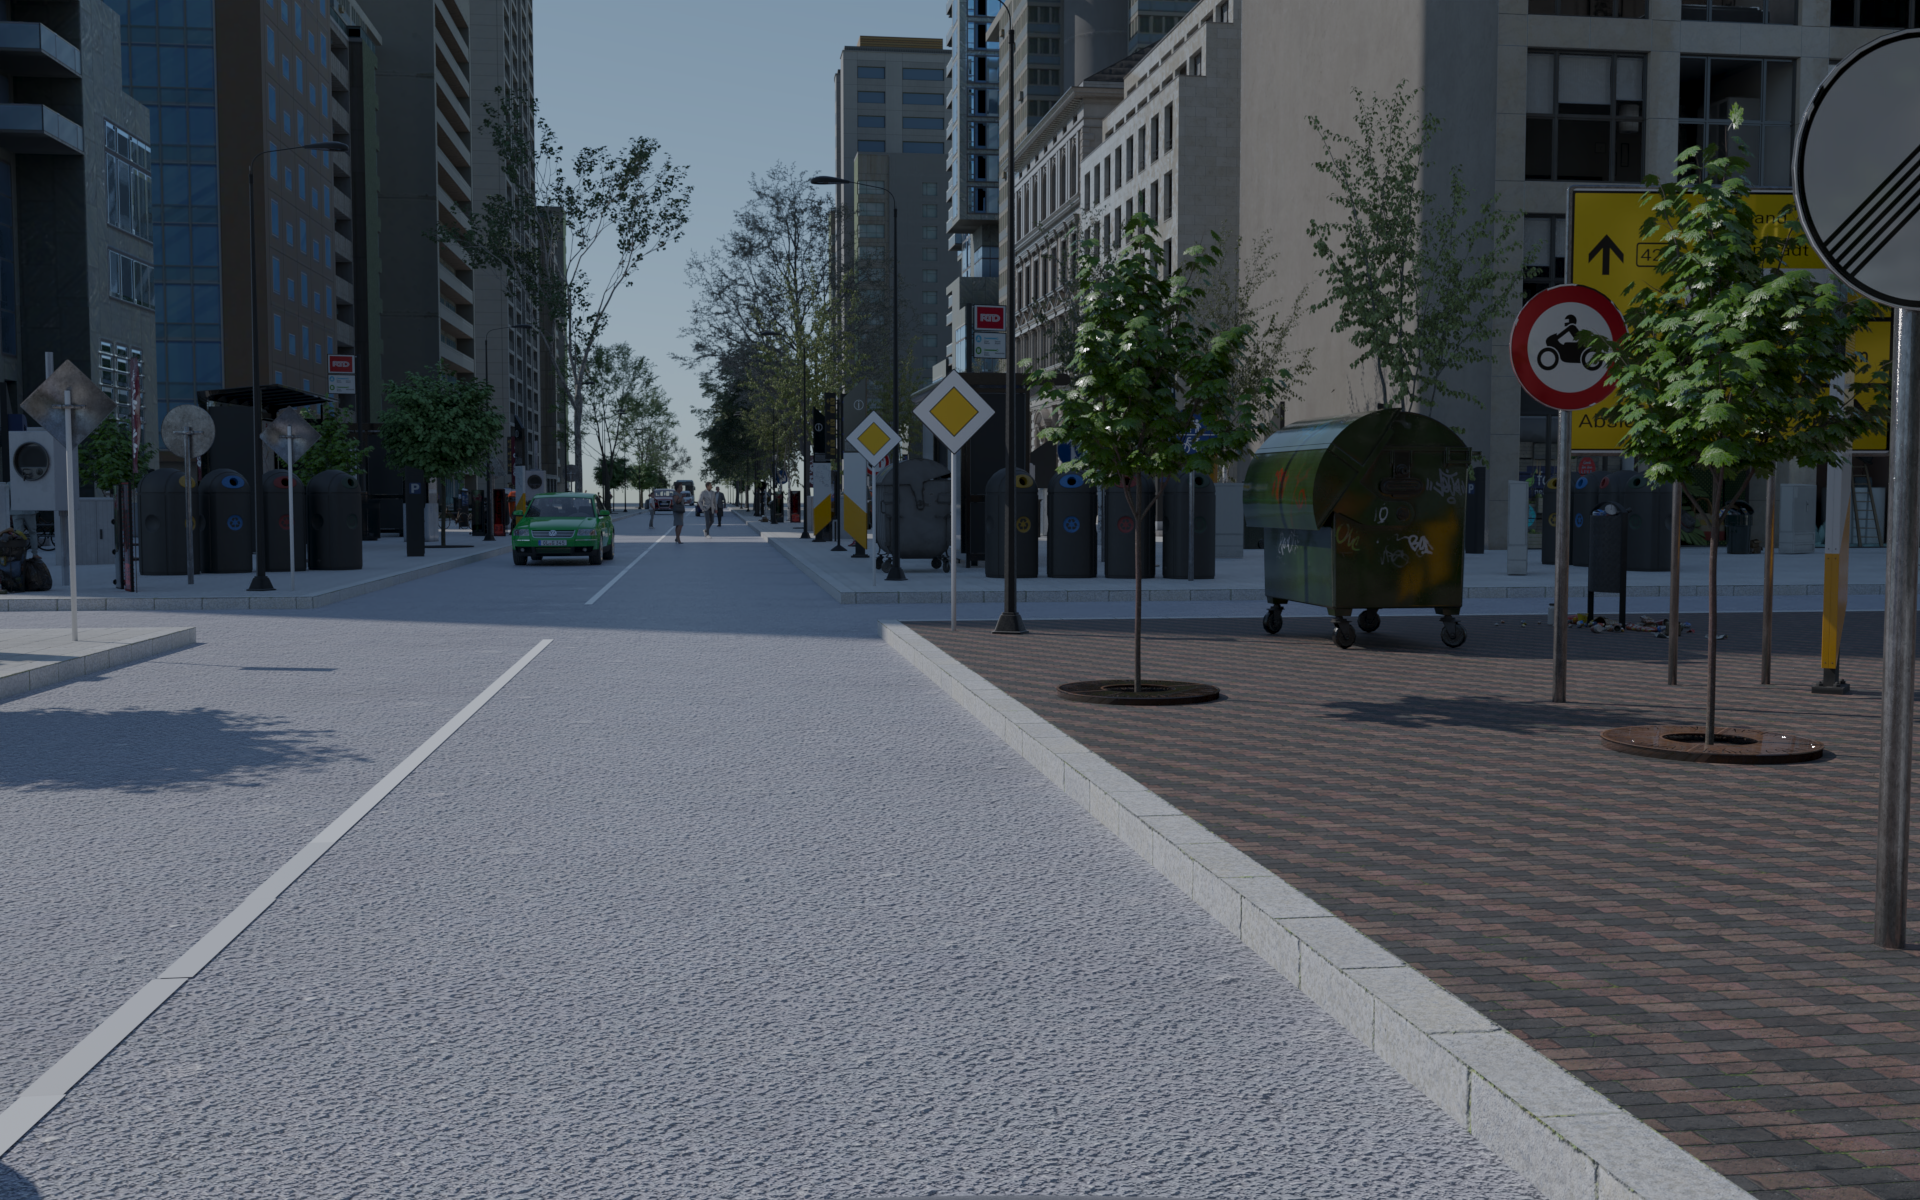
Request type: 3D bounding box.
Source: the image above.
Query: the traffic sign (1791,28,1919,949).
[{"bbox_3d":[2.644,-0.290,4.847,0.768,2.556,0.104,0,4,-6],"label":"traffic sign"}]

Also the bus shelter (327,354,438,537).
[{"bbox_3d":[-17.403,-4.577,52.465,2.179,5.291,8.768,-1,4,-8],"label":"bus shelter"}]

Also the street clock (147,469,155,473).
[{"bbox_3d":[-23.104,-2.744,49.438,0.358,2.002,0.471,-1,4,-14],"label":"street clock"}]

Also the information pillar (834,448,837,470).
[{"bbox_3d":[-5.740,-5.409,79.788,0.183,3.616,0.504,3,5,44],"label":"information pillar"}]

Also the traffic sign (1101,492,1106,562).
[{"bbox_3d":[2.707,-1.990,32.638,0.768,2.556,0.104,0,4,-4],"label":"traffic sign"}]

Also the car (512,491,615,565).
[{"bbox_3d":[-8.289,-1.686,36.359,1.959,1.807,4.718,0,4,-7],"label":"car"}]

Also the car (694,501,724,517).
[{"bbox_3d":[-16.178,-6.060,111.660,1.945,1.354,3.894,-1,4,-10],"label":"car"}]

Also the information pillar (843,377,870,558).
[{"bbox_3d":[-2.089,-2.658,34.816,0.504,3.616,0.183,1,4,14],"label":"information pillar"}]

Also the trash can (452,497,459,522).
[{"bbox_3d":[-23.054,-4.175,79.908,0.748,1.137,0.748,0,3,0],"label":"trash can"}]

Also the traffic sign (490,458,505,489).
[{"bbox_3d":[-16.090,-3.648,59.755,0.768,2.556,0.104,0,4,-5],"label":"traffic sign"}]

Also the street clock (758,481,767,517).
[{"bbox_3d":[-11.028,-5.632,96.657,0.471,2.002,0.358,0,4,7],"label":"street clock"}]

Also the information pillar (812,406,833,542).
[{"bbox_3d":[-3.698,-3.356,46.233,0.504,3.616,0.183,-1,4,-22],"label":"information pillar"}]

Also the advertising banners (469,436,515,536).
[{"bbox_3d":[-14.011,-3.442,52.460,2.074,3.025,0.090,1,4,22],"label":"advertising banners"}]

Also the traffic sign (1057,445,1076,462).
[{"bbox_3d":[2.315,-2.124,34.837,0.768,2.556,0.104,0,4,-8],"label":"traffic sign"}]

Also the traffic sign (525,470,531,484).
[{"bbox_3d":[-18.170,-4.370,73.571,0.606,2.300,0.079,0,4,-4],"label":"traffic sign"}]

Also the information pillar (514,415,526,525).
[{"bbox_3d":[-12.970,-3.651,51.056,0.183,3.616,0.504,-3,5,-41],"label":"information pillar"}]

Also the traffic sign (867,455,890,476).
[{"bbox_3d":[-2.346,-2.954,48.405,0.768,2.556,0.104,0,4,-2],"label":"traffic sign"}]

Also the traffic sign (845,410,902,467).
[{"bbox_3d":[-1.175,-1.339,24.079,0.795,2.593,0.064,-1,4,-8],"label":"traffic sign"}]

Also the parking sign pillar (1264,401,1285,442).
[{"bbox_3d":[9.371,-3.826,51.024,1.447,3.967,1.447,-1,4,-11],"label":"parking sign pillar"}]

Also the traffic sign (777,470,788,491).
[{"bbox_3d":[-9.468,-5.621,92.014,0.768,2.556,0.104,0,4,-7],"label":"traffic sign"}]

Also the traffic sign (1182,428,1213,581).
[{"bbox_3d":[3.409,-1.553,25.494,0.768,2.556,0.104,0,4,-6],"label":"traffic sign"}]

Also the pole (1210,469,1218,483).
[{"bbox_3d":[6.418,-3.061,43.890,0.158,3.312,0.155,0,3,0],"label":"pole"}]

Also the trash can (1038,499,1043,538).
[{"bbox_3d":[1.964,-2.267,48.719,0.748,1.137,0.748,0,3,0],"label":"trash can"}]

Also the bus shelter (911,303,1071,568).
[{"bbox_3d":[0.285,-3.458,34.167,2.179,5.291,8.768,0,4,-8],"label":"bus shelter"}]

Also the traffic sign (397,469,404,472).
[{"bbox_3d":[-14.594,-2.797,45.832,0.768,2.556,0.104,0,4,-6],"label":"traffic sign"}]

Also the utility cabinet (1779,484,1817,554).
[{"bbox_3d":[17.987,-1.742,37.163,1.173,1.500,0.318,-3,5,-43],"label":"utility cabinet"}]

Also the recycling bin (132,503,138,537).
[{"bbox_3d":[-24.112,-2.380,51.462,0.722,1.027,0.722,1,4,20],"label":"recycling bin"}]

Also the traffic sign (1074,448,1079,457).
[{"bbox_3d":[2.497,-1.975,32.398,0.768,2.556,0.104,0,4,-2],"label":"traffic sign"}]

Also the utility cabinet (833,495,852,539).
[{"bbox_3d":[-3.166,-2.350,49.587,1.020,1.237,0.306,1,4,22],"label":"utility cabinet"}]

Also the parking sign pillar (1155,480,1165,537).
[{"bbox_3d":[6.587,-3.914,52.459,1.447,3.967,1.447,0,4,-4],"label":"parking sign pillar"}]

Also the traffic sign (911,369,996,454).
[{"bbox_3d":[-0.036,-0.855,16.175,0.795,2.593,0.064,-1,4,-8],"label":"traffic sign"}]

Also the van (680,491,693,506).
[{"bbox_3d":[-33.269,-12.386,209.522,2.013,2.044,4.112,-1,4,-10],"label":"van"}]

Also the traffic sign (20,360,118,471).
[{"bbox_3d":[-7.753,-0.789,15.087,0.795,2.593,0.064,-1,4,-8],"label":"traffic sign"}]

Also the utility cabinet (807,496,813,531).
[{"bbox_3d":[-4.865,-2.984,59.943,0.306,1.237,1.020,3,5,40],"label":"utility cabinet"}]

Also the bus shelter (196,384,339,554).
[{"bbox_3d":[-15.787,-2.968,39.813,1.731,3.624,6.357,-1,4,-8],"label":"bus shelter"}]

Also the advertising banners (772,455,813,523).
[{"bbox_3d":[-7.398,-4.972,77.485,2.074,3.025,0.090,0,4,5],"label":"advertising banners"}]

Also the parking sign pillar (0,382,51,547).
[{"bbox_3d":[-23.158,-3.301,42.445,1.447,3.967,1.447,-1,4,-22],"label":"parking sign pillar"}]

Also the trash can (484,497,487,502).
[{"bbox_3d":[-20.557,-3.828,74.236,0.748,1.137,0.748,0,3,0],"label":"trash can"}]

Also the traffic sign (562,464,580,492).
[{"bbox_3d":[-16.575,-4.512,73.884,0.768,2.556,0.104,0,4,-1],"label":"traffic sign"}]

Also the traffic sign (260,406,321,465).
[{"bbox_3d":[-8.893,-1.272,22.991,0.795,2.593,0.064,-1,4,-8],"label":"traffic sign"}]

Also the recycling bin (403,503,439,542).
[{"bbox_3d":[-14.541,-2.090,46.728,0.722,1.027,0.722,0,4,5],"label":"recycling bin"}]

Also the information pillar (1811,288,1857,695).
[{"bbox_3d":[5.697,-1.214,11.199,0.183,3.616,0.504,2,4,34],"label":"information pillar"}]

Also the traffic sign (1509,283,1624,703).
[{"bbox_3d":[3.694,-0.642,10.601,0.768,2.556,0.104,0,4,-7],"label":"traffic sign"}]

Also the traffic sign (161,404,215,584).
[{"bbox_3d":[-10.945,-1.496,24.568,0.768,2.556,0.104,0,4,0],"label":"traffic sign"}]

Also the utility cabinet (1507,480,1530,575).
[{"bbox_3d":[8.938,-1.164,27.702,0.318,1.500,1.173,1,4,19],"label":"utility cabinet"}]

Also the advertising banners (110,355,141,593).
[{"bbox_3d":[-10.963,-1.626,22.770,0.090,3.025,2.074,-2,4,-34],"label":"advertising banners"}]

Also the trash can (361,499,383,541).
[{"bbox_3d":[-16.267,-2.201,47.641,0.748,1.137,0.748,0,3,0],"label":"trash can"}]

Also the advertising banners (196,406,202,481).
[{"bbox_3d":[-14.859,-2.324,34.183,0.090,3.025,2.074,-2,4,-34],"label":"advertising banners"}]

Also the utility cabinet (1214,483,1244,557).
[{"bbox_3d":[5.088,-1.593,34.732,1.173,1.500,0.318,0,4,8],"label":"utility cabinet"}]

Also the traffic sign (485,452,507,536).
[{"bbox_3d":[-13.907,-3.147,51.455,0.884,2.594,0.081,0,4,-1],"label":"traffic sign"}]

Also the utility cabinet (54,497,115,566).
[{"bbox_3d":[-15.849,-1.241,31.449,0.306,1.237,1.020,3,5,41],"label":"utility cabinet"}]

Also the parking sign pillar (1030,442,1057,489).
[{"bbox_3d":[3.776,-5.541,79.060,1.447,3.967,1.447,1,4,11],"label":"parking sign pillar"}]

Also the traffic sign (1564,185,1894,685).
[{"bbox_3d":[5.118,-1.082,11.566,2.265,3.308,0.079,0,4,-3],"label":"traffic sign"}]

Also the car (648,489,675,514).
[{"bbox_3d":[-20.884,-6.962,122.503,2.281,1.827,5.304,-1,4,-9],"label":"car"}]
